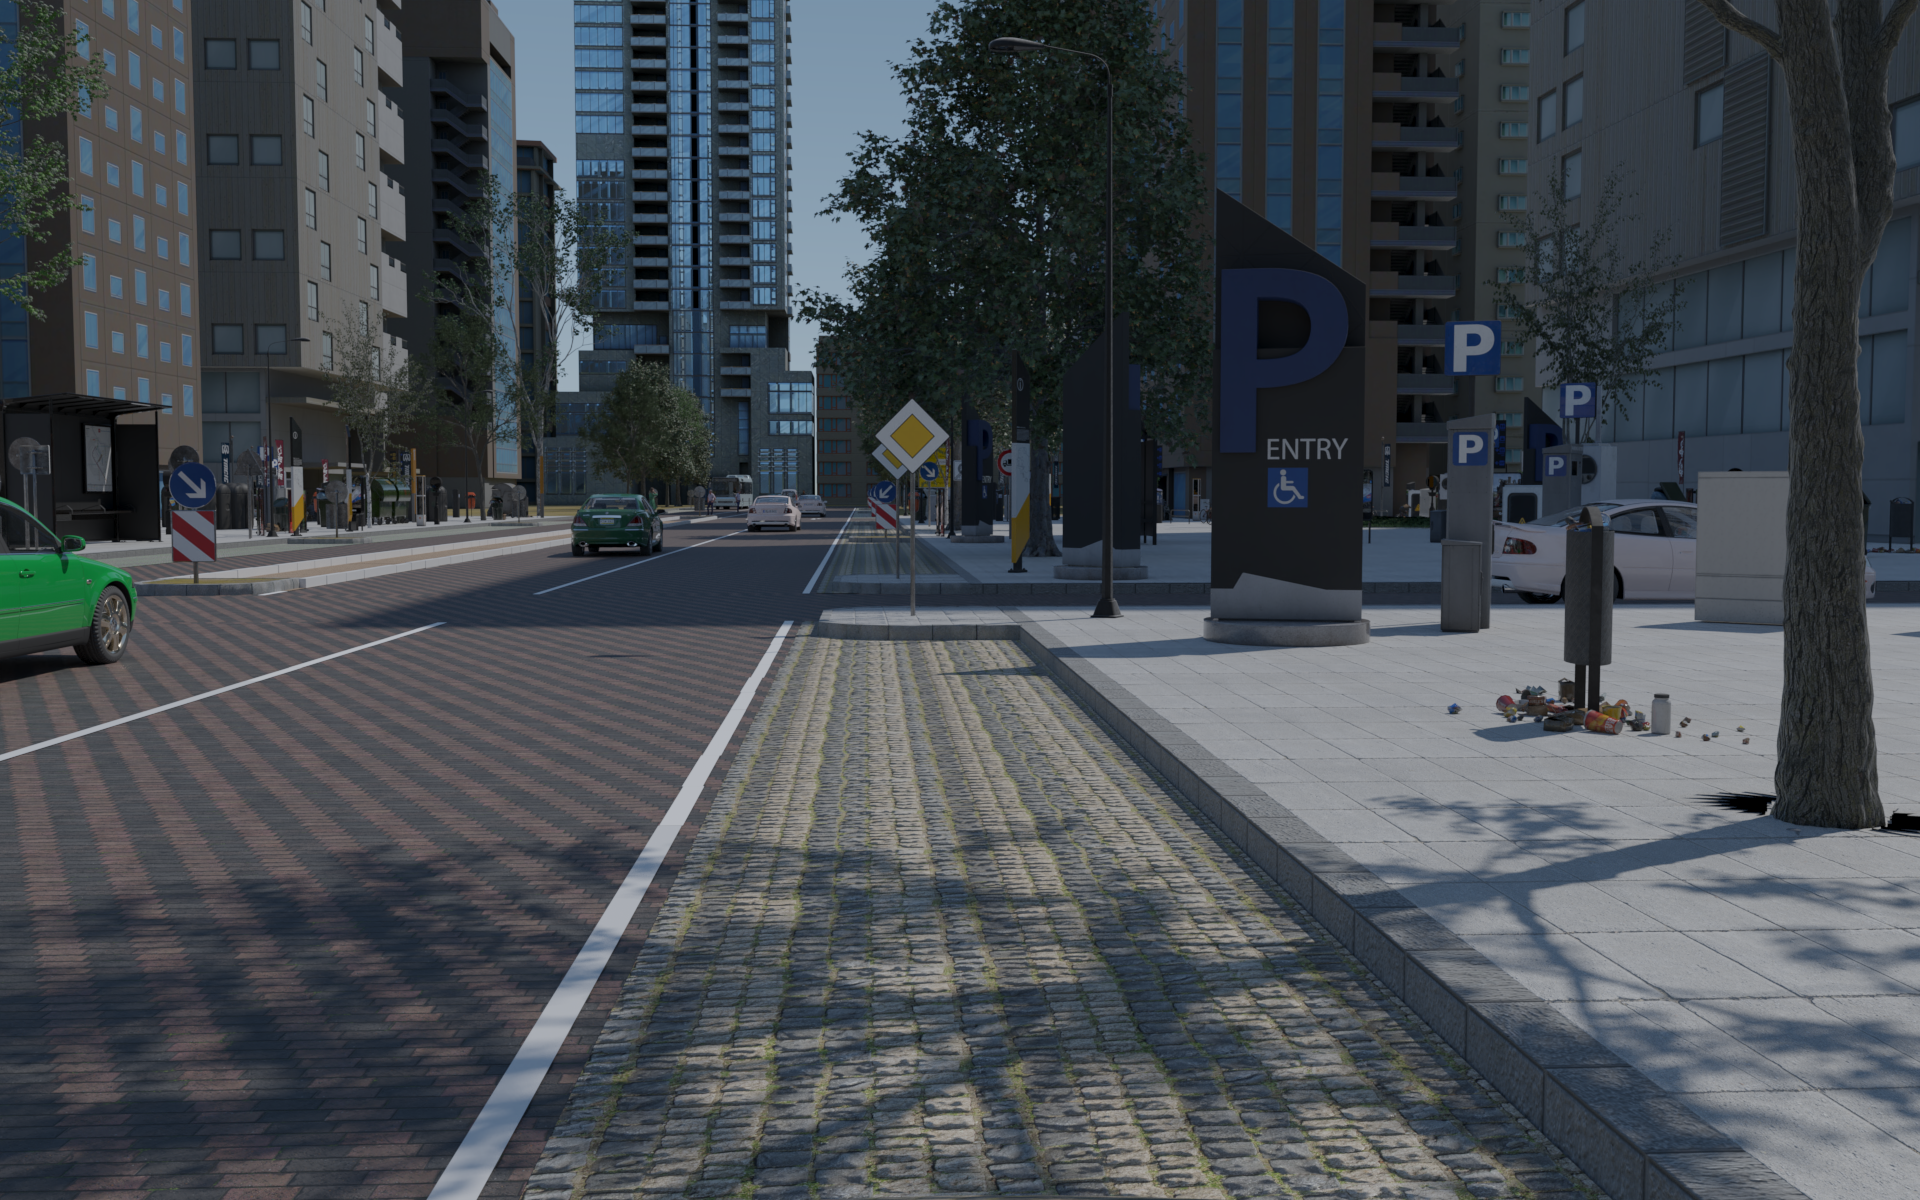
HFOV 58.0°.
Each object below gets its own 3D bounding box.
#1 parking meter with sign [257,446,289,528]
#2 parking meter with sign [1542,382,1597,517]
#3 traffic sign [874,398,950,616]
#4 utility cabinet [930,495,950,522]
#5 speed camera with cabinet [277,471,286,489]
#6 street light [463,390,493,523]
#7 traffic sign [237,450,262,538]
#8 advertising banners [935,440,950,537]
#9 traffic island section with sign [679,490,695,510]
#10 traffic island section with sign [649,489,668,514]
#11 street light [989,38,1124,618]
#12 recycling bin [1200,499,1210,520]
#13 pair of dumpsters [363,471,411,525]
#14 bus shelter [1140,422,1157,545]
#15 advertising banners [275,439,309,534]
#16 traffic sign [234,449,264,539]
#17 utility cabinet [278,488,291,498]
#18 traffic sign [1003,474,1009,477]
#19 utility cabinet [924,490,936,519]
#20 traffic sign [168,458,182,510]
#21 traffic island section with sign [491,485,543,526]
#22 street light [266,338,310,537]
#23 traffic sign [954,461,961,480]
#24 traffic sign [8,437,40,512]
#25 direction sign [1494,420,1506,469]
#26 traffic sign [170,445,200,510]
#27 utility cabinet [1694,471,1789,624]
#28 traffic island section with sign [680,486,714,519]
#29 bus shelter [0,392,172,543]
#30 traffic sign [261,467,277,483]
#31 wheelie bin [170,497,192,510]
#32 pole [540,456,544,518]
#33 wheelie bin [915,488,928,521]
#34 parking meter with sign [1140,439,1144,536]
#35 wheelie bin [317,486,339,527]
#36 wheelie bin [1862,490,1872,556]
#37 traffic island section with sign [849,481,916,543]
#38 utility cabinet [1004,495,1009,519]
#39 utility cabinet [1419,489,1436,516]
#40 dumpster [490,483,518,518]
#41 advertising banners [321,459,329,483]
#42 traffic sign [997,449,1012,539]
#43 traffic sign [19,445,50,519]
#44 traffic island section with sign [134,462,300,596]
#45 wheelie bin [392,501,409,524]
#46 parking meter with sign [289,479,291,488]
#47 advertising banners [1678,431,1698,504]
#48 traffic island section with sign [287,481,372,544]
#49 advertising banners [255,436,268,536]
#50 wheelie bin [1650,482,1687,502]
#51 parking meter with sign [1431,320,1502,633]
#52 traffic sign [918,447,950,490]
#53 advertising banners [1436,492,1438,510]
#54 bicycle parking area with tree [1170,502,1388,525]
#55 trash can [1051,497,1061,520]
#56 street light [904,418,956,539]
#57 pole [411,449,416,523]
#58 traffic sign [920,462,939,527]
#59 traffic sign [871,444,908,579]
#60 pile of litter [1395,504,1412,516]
[{"bbox_3d":[-25.434,-4.144,64.012,0.543,3.016,1.738,-1,4,-8],"label":"parking meter with sign"},{"bbox_3d":[9.209,-1.853,26.563,0.543,3.016,1.738,3,4,36],"label":"parking meter with sign"},{"bbox_3d":[-0.500,-0.890,18.194,0.795,2.450,0.064,0,4,-3],"label":"traffic sign"},{"bbox_3d":[-0.910,-4.254,80.716,1.020,1.237,0.306,1,4,11],"label":"utility cabinet"},{"bbox_3d":[-26.924,-4.566,68.990,0.660,3.252,2.038,0,4,6],"label":"speed camera with cabinet"},{"bbox_3d":[-21.526,-6.415,77.421,1.470,5.913,1.316,0,4,-3],"label":"street light"},{"bbox_3d":[-20.663,-3.074,50.373,0.768,2.556,0.104,0,4,5],"label":"traffic sign"},{"bbox_3d":[-0.526,-3.420,52.112,0.090,3.025,2.074,-1,4,-11],"label":"advertising banners"},{"bbox_3d":[-24.015,-8.943,154.849,1.989,1.847,2.006,0,4,-3],"label":"traffic island section with sign"},{"bbox_3d":[-22.466,-7.238,126.973,1.989,1.847,2.006,0,4,-3],"label":"traffic island section with sign"},{"bbox_3d":[0.992,-2.771,17.841,1.470,5.913,1.316,0,4,-3],"label":"street light"},{"bbox_3d":[11.960,-4.472,85.678,0.722,1.027,0.722,1,4,11],"label":"recycling bin"},{"bbox_3d":[-24.335,-4.287,72.590,1.574,2.255,4.437,0,4,-3],"label":"pair of dumpsters"},{"bbox_3d":[4.044,-3.175,45.831,2.014,3.302,5.546,0,4,-3],"label":"bus shelter"},{"bbox_3d":[-21.762,-3.683,56.407,0.090,3.025,2.074,0,4,6],"label":"advertising banners"},{"bbox_3d":[-20.329,-3.028,49.508,0.884,2.594,0.081,0,4,4],"label":"traffic sign"},{"bbox_3d":[-35.716,-5.060,91.416,1.173,1.500,0.318,-2,4,-32],"label":"utility cabinet"},{"bbox_3d":[1.537,-3.172,51.965,0.768,2.556,0.104,0,4,2],"label":"traffic sign"},{"bbox_3d":[-1.666,-4.743,86.221,1.173,1.500,0.318,-3,5,-42],"label":"utility cabinet"},{"bbox_3d":[-23.793,-3.225,52.828,0.768,2.556,0.104,0,4,6],"label":"traffic sign"},{"bbox_3d":[-19.695,-4.192,77.159,1.989,1.847,2.006,0,4,-3],"label":"traffic island section with sign"},{"bbox_3d":[-19.973,-4.830,51.517,1.470,5.913,1.316,0,4,-3],"label":"street light"},{"bbox_3d":[0.108,-3.108,52.943,0.606,2.300,0.079,0,4,-2],"label":"traffic sign"},{"bbox_3d":[-20.935,-2.368,38.821,0.768,2.556,0.104,0,4,-2],"label":"traffic sign"},{"bbox_3d":[16.254,-3.737,53.091,0.876,3.537,0.379,1,4,19],"label":"direction sign"},{"bbox_3d":[-20.215,-2.757,45.180,0.768,2.556,0.104,0,4,0],"label":"traffic sign"},{"bbox_3d":[7.892,-0.510,17.018,1.173,1.500,0.318,3,5,40],"label":"utility cabinet"},{"bbox_3d":[-15.153,-5.641,100.371,2.006,1.907,1.989,0,4,-3],"label":"traffic island section with sign"},{"bbox_3d":[-21.682,-3.172,43.152,1.731,3.624,6.357,0,4,-3],"label":"bus shelter"},{"bbox_3d":[-26.389,-3.917,66.169,0.606,2.300,0.079,0,4,6],"label":"traffic sign"},{"bbox_3d":[-26.310,-3.113,58.810,0.693,1.594,0.980,2,4,23],"label":"wheelie bin"},{"bbox_3d":[-22.438,-6.060,92.916,0.158,3.312,0.155,0,3,0],"label":"pole"},{"bbox_3d":[-1.993,-4.617,83.393,0.693,1.594,0.980,-3,4,-38],"label":"wheelie bin"},{"bbox_3d":[5.513,-3.507,53.604,0.543,3.016,1.738,1,4,9],"label":"parking meter with sign"},{"bbox_3d":[-24.389,-3.606,66.865,0.693,1.594,0.980,0,4,6],"label":"wheelie bin"},{"bbox_3d":[18.005,-1.656,34.983,0.693,1.594,0.980,2,4,26],"label":"wheelie bin"},{"bbox_3d":[-2.324,-2.628,51.601,1.989,1.847,2.006,0,4,-3],"label":"traffic island section with sign"},{"bbox_3d":[2.755,-4.676,87.609,1.020,1.237,0.306,-1,4,-11],"label":"utility cabinet"},{"bbox_3d":[18.926,-3.760,70.152,0.318,1.500,1.173,0,4,-2],"label":"utility cabinet"},{"bbox_3d":[-24.284,-5.306,92.507,1.264,1.857,1.865,0,4,-3],"label":"dumpster"},{"bbox_3d":[-31.397,-5.557,87.050,0.090,3.025,2.074,1,4,18],"label":"advertising banners"},{"bbox_3d":[1.431,-2.999,49.139,0.768,2.556,0.104,0,3,0],"label":"traffic sign"},{"bbox_3d":[-19.356,-2.087,36.257,0.606,2.300,0.079,0,4,-2],"label":"traffic sign"},{"bbox_3d":[-10.971,-1.053,25.349,2.006,1.907,1.989,0,4,-3],"label":"traffic island section with sign"},{"bbox_3d":[-24.455,-4.137,75.553,0.980,1.594,0.693,3,5,39],"label":"wheelie bin"},{"bbox_3d":[-32.991,-5.436,85.144,1.738,3.016,0.543,1,4,16],"label":"parking meter with sign"},{"bbox_3d":[19.971,-3.130,47.370,0.090,3.025,2.074,0,4,4],"label":"advertising banners"},{"bbox_3d":[-18.202,-2.545,50.245,1.989,1.847,2.006,0,4,-3],"label":"traffic island section with sign"},{"bbox_3d":[-21.404,-3.479,53.076,0.090,3.025,2.074,-2,4,-31],"label":"advertising banners"},{"bbox_3d":[18.519,-2.292,45.375,0.980,1.594,0.693,-2,4,-29],"label":"wheelie bin"},{"bbox_3d":[4.915,-1.253,16.750,0.543,3.016,1.738,1,4,18],"label":"parking meter with sign"},{"bbox_3d":[-0.652,-4.913,74.199,2.265,3.308,0.079,0,4,1],"label":"traffic sign"},{"bbox_3d":[27.766,-6.548,103.246,2.074,3.025,0.090,-1,4,-20],"label":"advertising banners"},{"bbox_3d":[13.479,-5.283,73.384,8.231,4.147,9.016,0,4,-6],"label":"bicycle parking area with tree"},{"bbox_3d":[4.590,-4.459,84.552,0.748,1.137,0.748,0,3,0],"label":"trash can"},{"bbox_3d":[-0.772,-4.711,49.564,1.470,5.913,1.316,0,4,-3],"label":"street light"},{"bbox_3d":[-24.521,-5.133,77.773,0.158,3.312,0.155,0,3,0],"label":"pole"},{"bbox_3d":[-1.202,-4.156,68.057,0.768,2.556,0.104,0,4,2],"label":"traffic sign"},{"bbox_3d":[-0.943,-1.378,26.167,0.795,2.450,0.064,0,4,-3],"label":"traffic sign"},{"bbox_3d":[18.940,-3.689,74.280,1.176,0.858,1.719,-2,4,-23],"label":"pile of litter"}]
